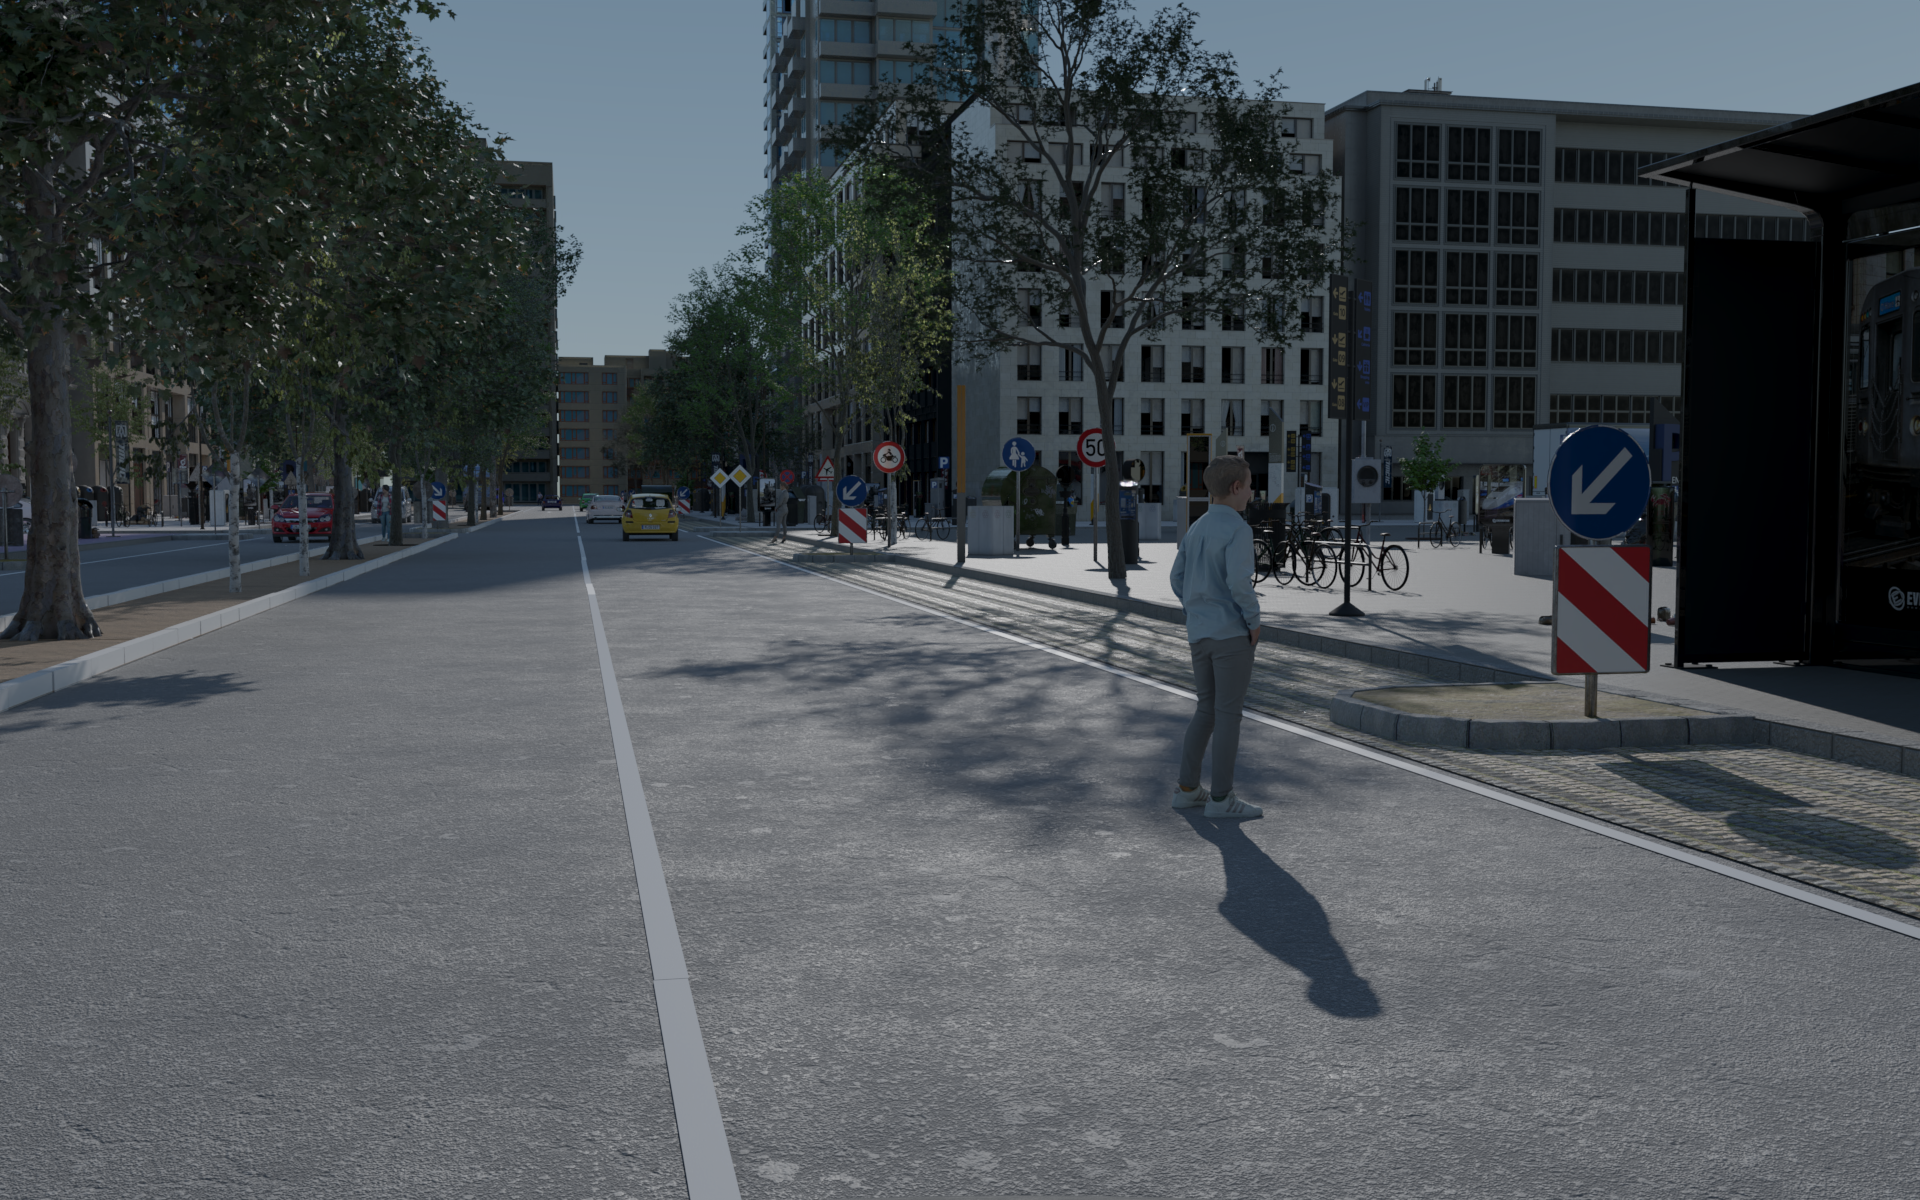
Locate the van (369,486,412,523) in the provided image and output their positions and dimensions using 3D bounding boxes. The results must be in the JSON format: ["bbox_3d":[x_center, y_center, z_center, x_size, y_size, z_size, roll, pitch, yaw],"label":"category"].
[{"bbox_3d":[-28.179,-4.821,85.831,2.013,2.044,4.112,-1,4,-13],"label":"van"}]

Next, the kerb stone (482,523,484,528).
[{"bbox_3d":[-19.872,-3.017,71.531,0.120,0.150,1.000,-1,4,-13],"label":"kerb stone"}]

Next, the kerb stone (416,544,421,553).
[{"bbox_3d":[-13.242,-1.212,42.015,0.120,0.150,1.000,-1,4,-13],"label":"kerb stone"}]

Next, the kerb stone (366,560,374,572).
[{"bbox_3d":[-10.993,-0.595,32.003,0.120,0.150,1.000,-1,4,-13],"label":"kerb stone"}]

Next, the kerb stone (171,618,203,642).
[{"bbox_3d":[-7.632,0.317,17.010,0.120,0.150,1.000,-1,4,-13],"label":"kerb stone"}]

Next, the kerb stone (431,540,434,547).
[{"bbox_3d":[-14.150,-1.457,46.022,0.120,0.150,1.000,-1,4,-13],"label":"kerb stone"}]

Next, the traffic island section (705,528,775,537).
[{"bbox_3d":[-7.433,-2.232,58.771,2.009,0.180,2.903,-1,4,-13],"label":"traffic island section"}]

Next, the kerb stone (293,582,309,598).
[{"bbox_3d":[-9.194,-0.107,24.007,0.120,0.150,1.000,-1,4,-13],"label":"kerb stone"}]

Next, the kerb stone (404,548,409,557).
[{"bbox_3d":[-12.572,-1.024,39.016,0.120,0.150,1.000,-1,4,-13],"label":"kerb stone"}]

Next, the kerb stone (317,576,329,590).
[{"bbox_3d":[-9.648,-0.227,26.000,0.120,0.150,1.000,-1,4,-13],"label":"kerb stone"}]

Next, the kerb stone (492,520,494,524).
[{"bbox_3d":[-22.140,-3.630,81.548,0.120,0.150,1.000,-1,4,-13],"label":"kerb stone"}]

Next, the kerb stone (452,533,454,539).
[{"bbox_3d":[-15.948,-1.942,54.017,0.120,0.150,1.000,-1,4,-13],"label":"kerb stone"}]

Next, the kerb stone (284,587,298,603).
[{"bbox_3d":[-8.971,-0.040,23.010,0.120,0.150,1.000,-1,4,-13],"label":"kerb stone"}]

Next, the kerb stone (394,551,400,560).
[{"bbox_3d":[-12.125,-0.905,37.014,0.120,0.150,1.000,-1,4,-13],"label":"kerb stone"}]

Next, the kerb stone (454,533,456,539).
[{"bbox_3d":[-16.173,-2.007,55.017,0.120,0.150,1.000,-1,4,-13],"label":"kerb stone"}]

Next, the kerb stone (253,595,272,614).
[{"bbox_3d":[-8.523,0.073,21.006,0.120,0.150,1.000,-1,4,-13],"label":"kerb stone"}]

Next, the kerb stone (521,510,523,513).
[{"bbox_3d":[-32.479,-6.444,127.561,0.120,0.150,1.000,-1,4,-13],"label":"kerb stone"}]

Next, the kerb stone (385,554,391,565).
[{"bbox_3d":[-11.666,-0.784,35.013,0.120,0.150,1.000,-1,4,-13],"label":"kerb stone"}]

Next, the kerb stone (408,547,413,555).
[{"bbox_3d":[-12.797,-1.090,40.013,0.120,0.150,1.000,-1,4,-13],"label":"kerb stone"}]

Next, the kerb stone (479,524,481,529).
[{"bbox_3d":[-19.429,-2.895,69.531,0.120,0.150,1.000,-1,4,-13],"label":"kerb stone"}]

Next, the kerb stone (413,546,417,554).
[{"bbox_3d":[-13.017,-1.150,41.013,0.120,0.150,1.000,-1,4,-13],"label":"kerb stone"}]

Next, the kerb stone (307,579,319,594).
[{"bbox_3d":[-9.425,-0.172,25.002,0.120,0.150,1.000,-1,4,-13],"label":"kerb stone"}]

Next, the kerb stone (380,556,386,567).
[{"bbox_3d":[-11.444,-0.722,34.015,0.120,0.150,1.000,-1,4,-13],"label":"kerb stone"}]

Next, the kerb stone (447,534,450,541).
[{"bbox_3d":[-15.494,-1.824,52.024,0.120,0.150,1.000,-1,4,-13],"label":"kerb stone"}]

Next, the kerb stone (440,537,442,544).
[{"bbox_3d":[-14.825,-1.641,49.026,0.120,0.150,1.000,-1,4,-13],"label":"kerb stone"}]

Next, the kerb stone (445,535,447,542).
[{"bbox_3d":[-15.279,-1.761,51.025,0.120,0.150,1.000,-1,4,-13],"label":"kerb stone"}]

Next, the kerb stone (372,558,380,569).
[{"bbox_3d":[-11.224,-0.661,33.013,0.120,0.150,1.000,-1,4,-13],"label":"kerb stone"}]

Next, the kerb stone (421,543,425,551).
[{"bbox_3d":[-13.466,-1.269,43.013,0.120,0.150,1.000,-1,4,-13],"label":"kerb stone"}]

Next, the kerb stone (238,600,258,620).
[{"bbox_3d":[-8.294,0.134,20.007,0.120,0.150,1.000,-1,4,-13],"label":"kerb stone"}]

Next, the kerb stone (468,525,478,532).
[{"bbox_3d":[-18.984,-2.770,67.536,0.120,0.150,1.000,-1,4,-13],"label":"kerb stone"}]

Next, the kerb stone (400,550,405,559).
[{"bbox_3d":[-12.354,-0.967,38.009,0.120,0.150,1.000,-1,4,-13],"label":"kerb stone"}]

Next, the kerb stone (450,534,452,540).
[{"bbox_3d":[-15.720,-1.885,53.021,0.120,0.150,1.000,-1,4,-13],"label":"kerb stone"}]

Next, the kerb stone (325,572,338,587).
[{"bbox_3d":[-9.872,-0.294,27.009,0.120,0.150,1.000,-1,4,-13],"label":"kerb stone"}]

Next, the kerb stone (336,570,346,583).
[{"bbox_3d":[-10.102,-0.354,28.005,0.120,0.150,1.000,-1,4,-13],"label":"kerb stone"}]

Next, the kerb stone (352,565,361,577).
[{"bbox_3d":[-10.543,-0.476,30.007,0.120,0.150,1.000,-1,4,-13],"label":"kerb stone"}]

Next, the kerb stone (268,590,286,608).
[{"bbox_3d":[-8.746,0.011,22.012,0.120,0.150,1.000,-1,4,-13],"label":"kerb stone"}]

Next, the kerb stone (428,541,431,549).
[{"bbox_3d":[-13.919,-1.396,45.014,0.120,0.150,1.000,-1,4,-13],"label":"kerb stone"}]

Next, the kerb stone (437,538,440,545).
[{"bbox_3d":[-14.595,-1.578,48.020,0.120,0.150,1.000,-1,4,-13],"label":"kerb stone"}]

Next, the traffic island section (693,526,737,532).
[{"bbox_3d":[-9.185,-2.708,66.562,2.009,0.180,2.903,-1,4,-13],"label":"traffic island section"}]

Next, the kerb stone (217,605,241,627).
[{"bbox_3d":[-8.073,0.195,19.009,0.120,0.150,1.000,-1,4,-13],"label":"kerb stone"}]

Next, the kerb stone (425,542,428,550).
[{"bbox_3d":[-13.688,-1.327,44.010,0.120,0.150,1.000,-1,4,-13],"label":"kerb stone"}]

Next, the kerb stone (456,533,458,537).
[{"bbox_3d":[-16.390,-2.069,56.016,0.120,0.150,1.000,-1,4,-13],"label":"kerb stone"}]

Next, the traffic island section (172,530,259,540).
[{"bbox_3d":[-23.721,-2.009,55.128,2.009,0.180,2.903,-1,4,-13],"label":"traffic island section"}]

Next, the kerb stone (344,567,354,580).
[{"bbox_3d":[-10.316,-0.417,29.007,0.120,0.150,1.000,-1,4,-13],"label":"kerb stone"}]

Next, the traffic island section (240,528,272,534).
[{"bbox_3d":[-25.472,-2.486,62.919,2.009,0.180,2.903,-1,4,-13],"label":"traffic island section"}]

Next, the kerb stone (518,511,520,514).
[{"bbox_3d":[-30.901,-6.015,120.541,0.120,0.150,1.000,-1,4,-13],"label":"kerb stone"}]

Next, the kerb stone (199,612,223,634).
[{"bbox_3d":[-7.852,0.256,18.012,0.120,0.150,1.000,-1,4,-13],"label":"kerb stone"}]

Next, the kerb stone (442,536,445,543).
[{"bbox_3d":[-15.052,-1.697,50.023,0.120,0.150,1.000,-1,4,-13],"label":"kerb stone"}]

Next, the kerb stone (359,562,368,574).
[{"bbox_3d":[-10.774,-0.539,31.003,0.120,0.150,1.000,-1,4,-13],"label":"kerb stone"}]

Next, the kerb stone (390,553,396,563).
[{"bbox_3d":[-11.902,-0.844,36.007,0.120,0.150,1.000,-1,4,-13],"label":"kerb stone"}]

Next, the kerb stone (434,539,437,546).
[{"bbox_3d":[-14.374,-1.518,47.019,0.120,0.150,1.000,-1,4,-13],"label":"kerb stone"}]
